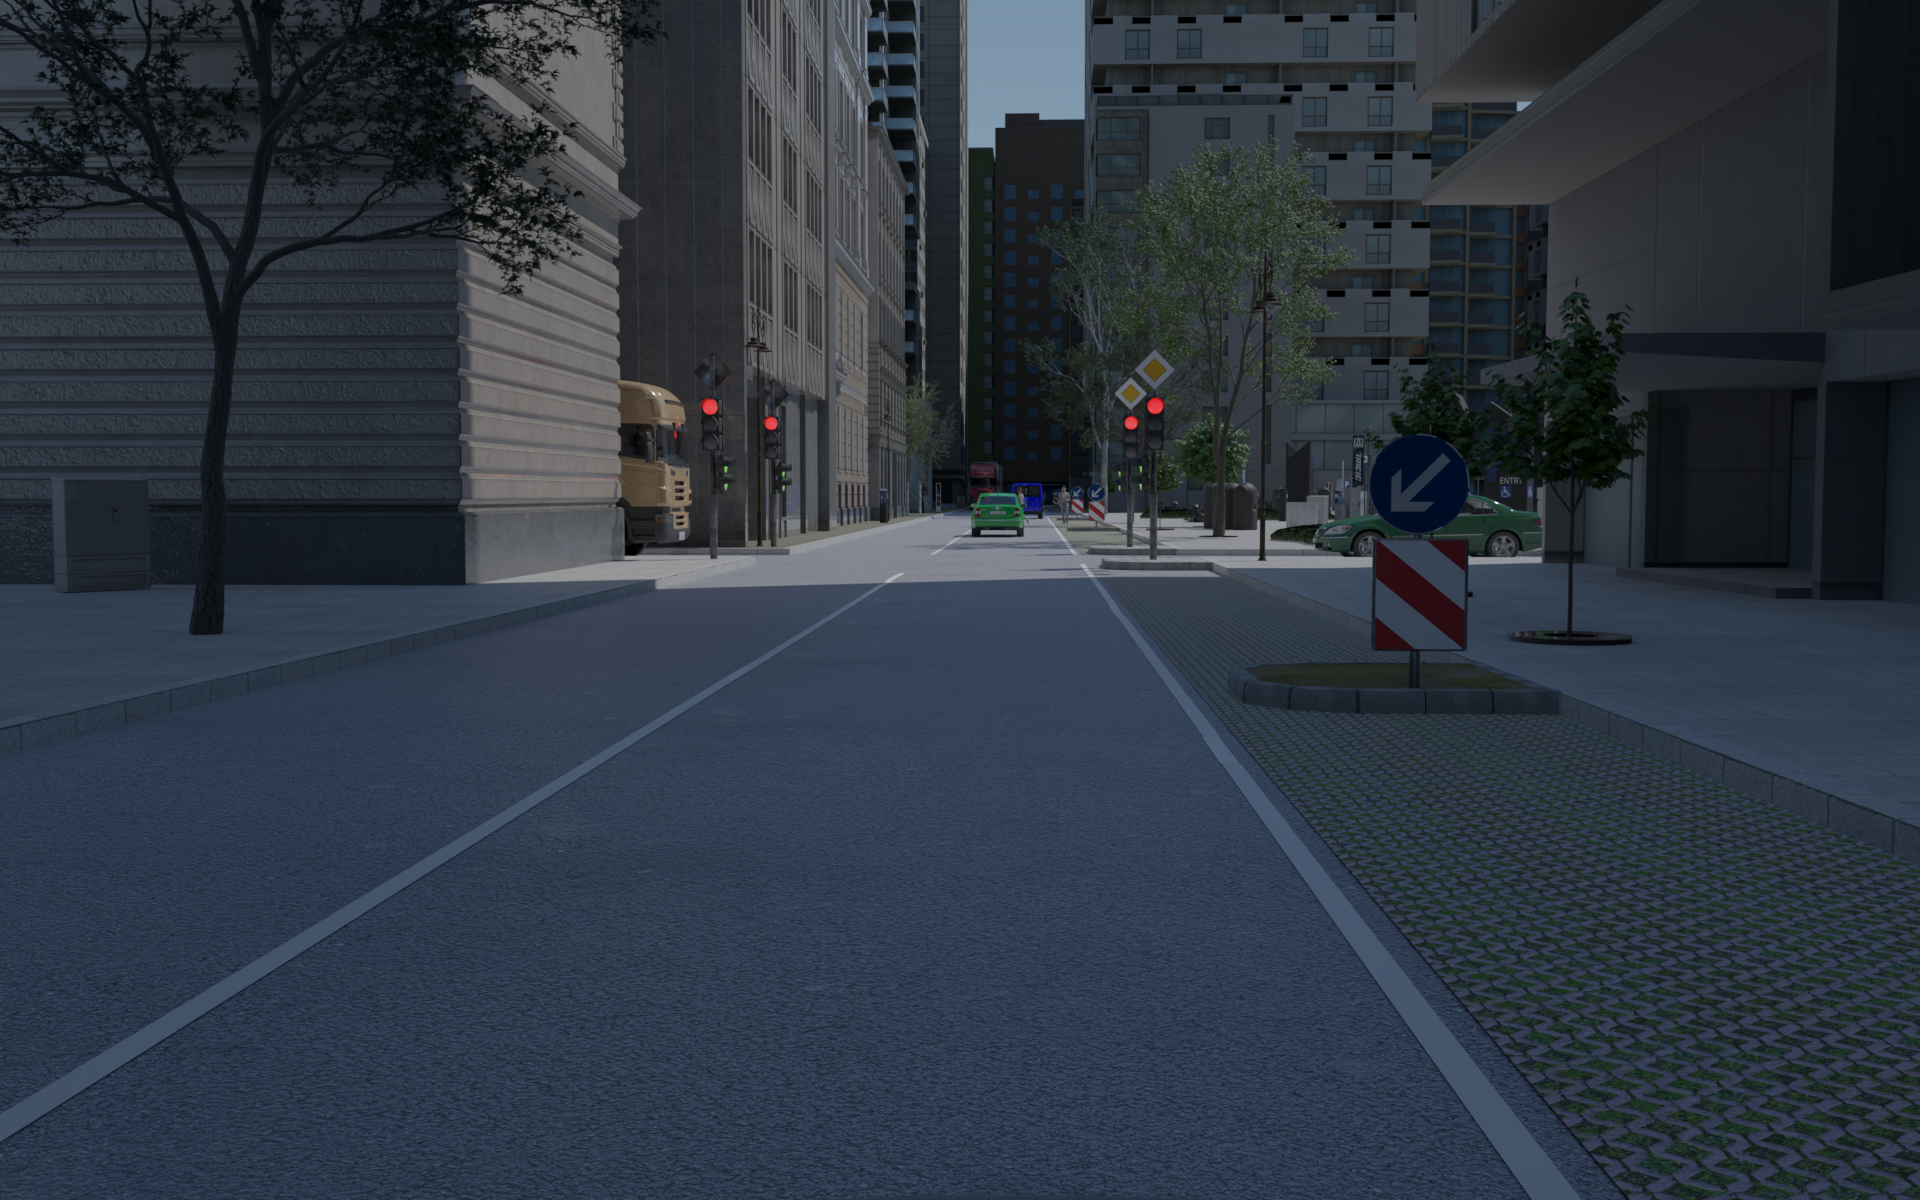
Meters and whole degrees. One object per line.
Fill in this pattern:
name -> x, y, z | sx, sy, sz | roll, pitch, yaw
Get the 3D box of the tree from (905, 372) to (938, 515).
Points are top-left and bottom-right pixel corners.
tree -> -3.352, -9.427, 104.494 | 4.737, 8.622, 4.395 | 0, 3, 0

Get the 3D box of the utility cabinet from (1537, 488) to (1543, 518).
utility cabinet -> 20.831, -3.225, 61.404 | 0.318, 1.500, 1.173 | 3, 5, 40

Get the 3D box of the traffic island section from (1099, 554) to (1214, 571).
traffic island section -> 3.802, -0.709, 33.872 | 2.009, 0.180, 2.903 | 0, 4, 2

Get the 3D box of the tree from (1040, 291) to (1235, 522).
tree -> 7.802, -8.778, 77.935 | 8.767, 10.594, 7.601 | -1, 4, -10

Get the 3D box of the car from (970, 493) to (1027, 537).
car -> 1.314, -3.096, 59.420 | 1.959, 1.807, 4.718 | 0, 4, 2

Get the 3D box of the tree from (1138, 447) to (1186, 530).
tree -> 6.999, -4.086, 61.399 | 1.663, 3.219, 1.824 | 0, 3, 0

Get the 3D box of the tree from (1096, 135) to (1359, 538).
tree -> 7.729, -7.663, 51.039 | 9.928, 11.665, 9.643 | 0, 3, 0

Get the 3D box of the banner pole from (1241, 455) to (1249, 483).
banner pole -> 17.763, -7.207, 107.853 | 0.863, 3.779, 0.401 | -3, 5, -44

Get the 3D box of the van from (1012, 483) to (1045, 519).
van -> 3.877, -5.901, 100.867 | 2.240, 2.365, 5.245 | 0, 4, 2

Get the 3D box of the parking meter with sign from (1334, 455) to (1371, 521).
parking meter with sign -> 17.311, -4.910, 76.540 | 1.738, 3.016, 0.543 | -2, 4, -33

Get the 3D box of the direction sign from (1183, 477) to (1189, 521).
direction sign -> 11.016, -5.620, 83.889 | 0.379, 3.537, 0.876 | 1, 4, 11

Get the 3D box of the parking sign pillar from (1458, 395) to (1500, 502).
parking sign pillar -> 12.932, -3.451, 44.898 | 1.447, 3.967, 1.447 | 0, 4, -2

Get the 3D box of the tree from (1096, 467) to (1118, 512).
tree -> 10.511, -7.761, 121.499 | 1.663, 3.219, 1.824 | 0, 3, 0

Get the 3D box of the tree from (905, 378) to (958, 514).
tree -> -2.304, -9.774, 110.165 | 4.360, 8.622, 3.978 | 0, 3, 0

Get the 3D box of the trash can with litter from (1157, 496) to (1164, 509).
trash can with litter -> 11.630, -5.422, 100.033 | 0.624, 1.170, 1.055 | -1, 4, -14

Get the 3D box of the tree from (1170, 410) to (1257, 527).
tree -> 9.835, -5.101, 67.113 | 4.285, 4.588, 4.351 | 0, 3, 0

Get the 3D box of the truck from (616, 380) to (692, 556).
truck -> -10.955, -2.984, 37.702 | 11.283, 4.237, 2.839 | 0, 4, 4

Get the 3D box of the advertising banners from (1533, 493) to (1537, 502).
advertising banners -> 34.316, -6.403, 100.874 | 2.074, 3.025, 0.090 | -1, 4, -15

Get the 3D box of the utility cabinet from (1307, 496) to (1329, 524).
utility cabinet -> 13.982, -3.463, 67.782 | 0.306, 1.237, 1.020 | -2, 4, -26

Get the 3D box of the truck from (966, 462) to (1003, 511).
truck -> 2.295, -10.077, 153.668 | 2.839, 4.237, 11.283 | 0, 4, 4

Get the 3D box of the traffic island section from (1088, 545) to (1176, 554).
traffic island section -> 4.125, -1.197, 41.851 | 2.009, 0.180, 2.903 | 0, 4, 2

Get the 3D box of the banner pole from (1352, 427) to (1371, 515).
banner pole -> 14.959, -4.550, 64.413 | 0.863, 3.779, 0.401 | -1, 4, -11

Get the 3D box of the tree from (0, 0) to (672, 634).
tree -> -6.616, -4.953, 15.400 | 7.601, 10.594, 8.767 | 2, 4, 27

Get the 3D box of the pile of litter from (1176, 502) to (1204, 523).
pile of litter -> 10.845, -3.938, 78.353 | 1.176, 0.858, 1.719 | -2, 4, -25

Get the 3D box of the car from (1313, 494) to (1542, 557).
car -> 10.101, -1.563, 37.351 | 4.920, 1.459, 2.131 | 0, 4, 1

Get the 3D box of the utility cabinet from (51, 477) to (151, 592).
utility cabinet -> -11.339, -0.870, 22.906 | 0.318, 1.500, 1.173 | 2, 4, 31

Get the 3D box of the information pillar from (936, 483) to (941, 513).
information pillar -> -1.446, -6.805, 115.758 | 0.304, 2.012, 0.304 | 0, 4, -4

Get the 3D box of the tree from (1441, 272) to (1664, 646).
tree -> 5.450, -1.254, 15.109 | 1.663, 3.219, 1.824 | 0, 3, 0

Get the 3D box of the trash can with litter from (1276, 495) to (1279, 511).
trash can with litter -> 18.004, -5.294, 97.620 | 1.678, 1.210, 2.233 | 0, 4, 6

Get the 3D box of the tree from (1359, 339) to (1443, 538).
tree -> 5.819, -1.662, 21.770 | 1.663, 3.219, 1.824 | 0, 3, 0

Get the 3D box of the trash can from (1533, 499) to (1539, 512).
trash can -> 18.015, -2.651, 55.001 | 0.748, 1.137, 0.748 | 0, 3, 0

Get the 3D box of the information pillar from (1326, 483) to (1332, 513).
information pillar -> 23.743, -6.542, 111.460 | 0.304, 2.012, 0.304 | -1, 4, -19

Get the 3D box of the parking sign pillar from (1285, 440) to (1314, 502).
parking sign pillar -> 17.760, -6.283, 91.203 | 1.447, 3.967, 1.447 | -2, 4, -33

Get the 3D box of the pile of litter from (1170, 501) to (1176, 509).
pile of litter -> 13.230, -5.647, 106.298 | 1.719, 0.858, 1.176 | 3, 4, 37

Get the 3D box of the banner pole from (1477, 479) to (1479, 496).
banner pole -> 30.502, -6.845, 101.940 | 0.401, 3.779, 0.863 | 1, 4, 17

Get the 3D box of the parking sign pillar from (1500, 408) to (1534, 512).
parking sign pillar -> 15.889, -3.770, 50.116 | 1.447, 3.967, 1.447 | 3, 5, 42

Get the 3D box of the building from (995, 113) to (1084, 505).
building -> 11.406, -34.048, 206.796 | 14.200, 45.320, 14.600 | 0, 4, 2

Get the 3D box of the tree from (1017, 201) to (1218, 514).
tree -> 9.950, -15.551, 110.147 | 12.611, 20.169, 13.585 | 0, 3, 0
